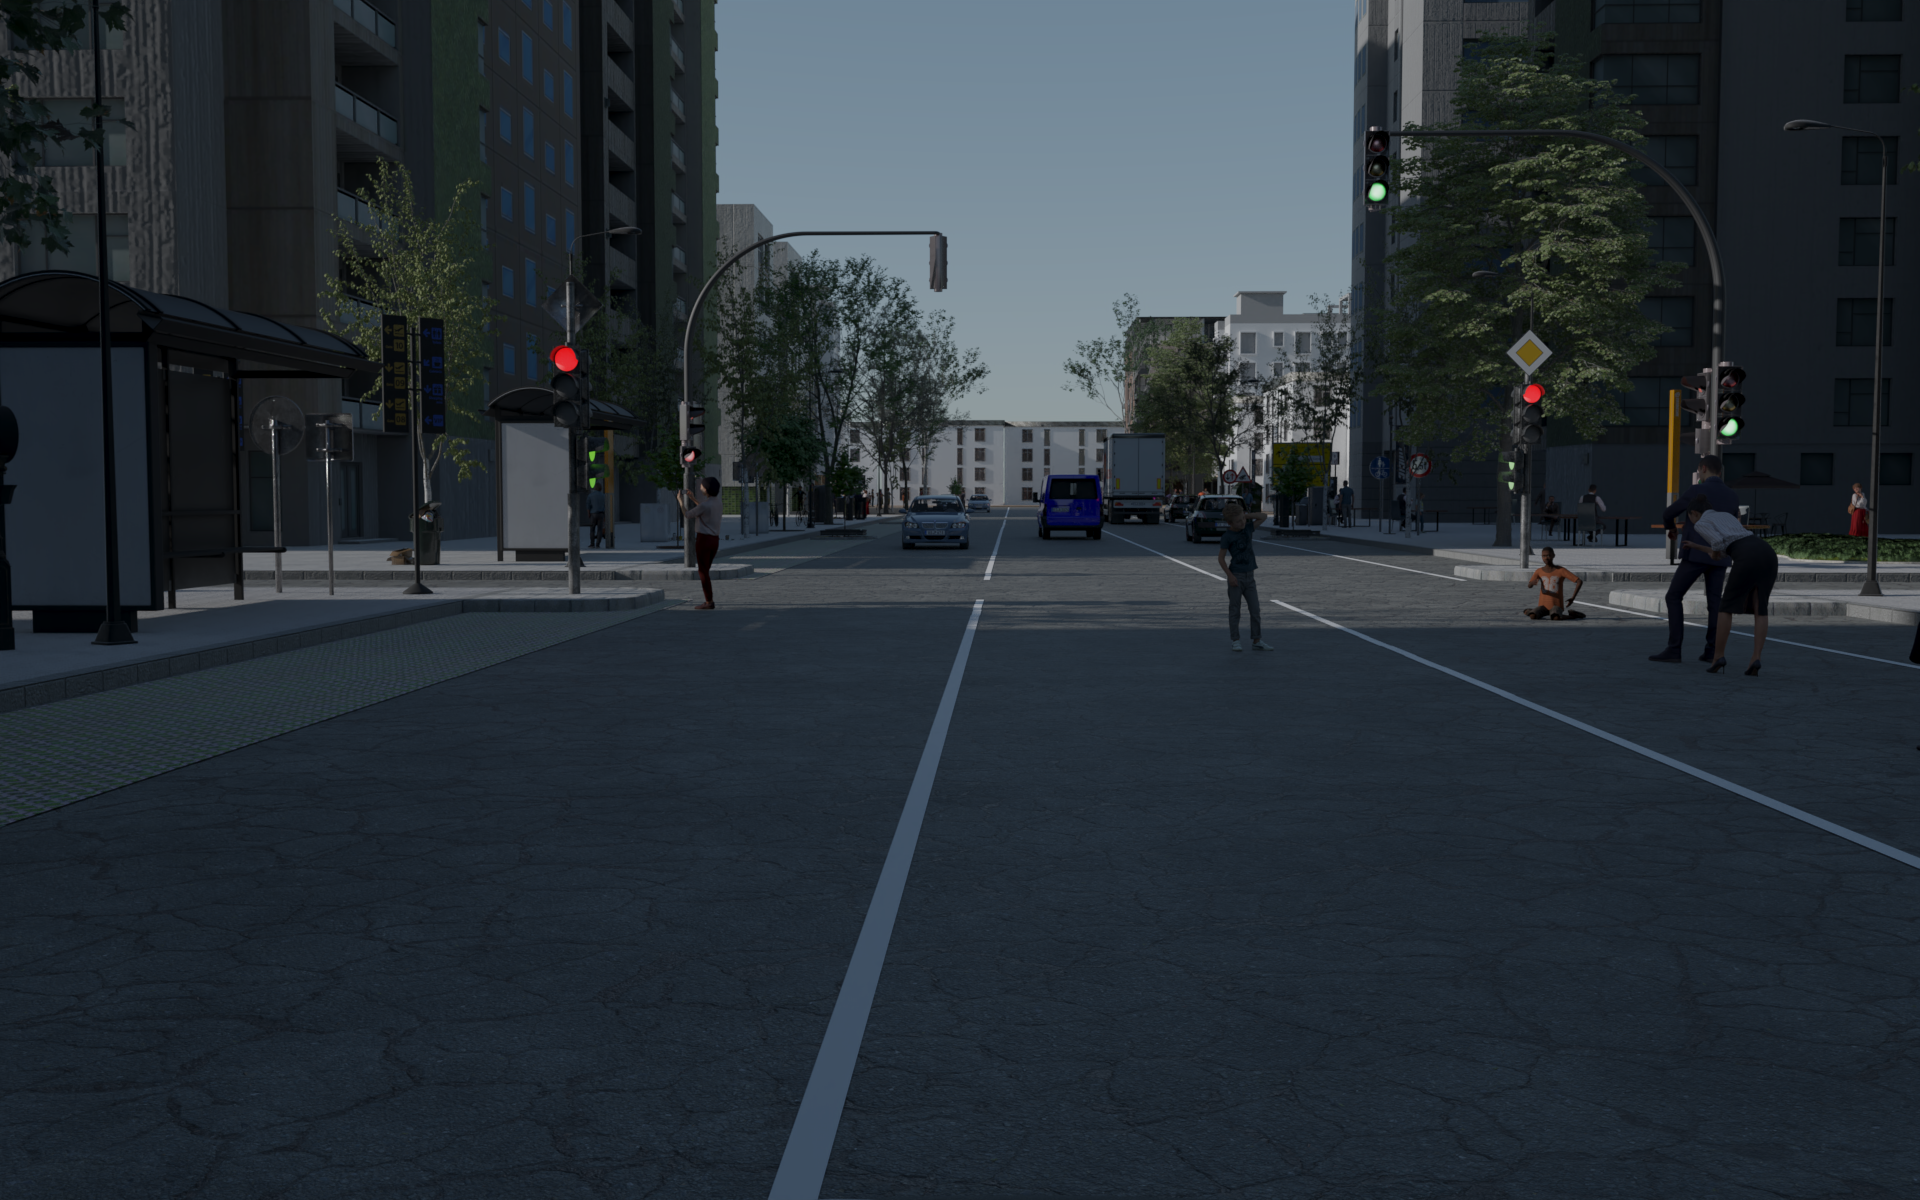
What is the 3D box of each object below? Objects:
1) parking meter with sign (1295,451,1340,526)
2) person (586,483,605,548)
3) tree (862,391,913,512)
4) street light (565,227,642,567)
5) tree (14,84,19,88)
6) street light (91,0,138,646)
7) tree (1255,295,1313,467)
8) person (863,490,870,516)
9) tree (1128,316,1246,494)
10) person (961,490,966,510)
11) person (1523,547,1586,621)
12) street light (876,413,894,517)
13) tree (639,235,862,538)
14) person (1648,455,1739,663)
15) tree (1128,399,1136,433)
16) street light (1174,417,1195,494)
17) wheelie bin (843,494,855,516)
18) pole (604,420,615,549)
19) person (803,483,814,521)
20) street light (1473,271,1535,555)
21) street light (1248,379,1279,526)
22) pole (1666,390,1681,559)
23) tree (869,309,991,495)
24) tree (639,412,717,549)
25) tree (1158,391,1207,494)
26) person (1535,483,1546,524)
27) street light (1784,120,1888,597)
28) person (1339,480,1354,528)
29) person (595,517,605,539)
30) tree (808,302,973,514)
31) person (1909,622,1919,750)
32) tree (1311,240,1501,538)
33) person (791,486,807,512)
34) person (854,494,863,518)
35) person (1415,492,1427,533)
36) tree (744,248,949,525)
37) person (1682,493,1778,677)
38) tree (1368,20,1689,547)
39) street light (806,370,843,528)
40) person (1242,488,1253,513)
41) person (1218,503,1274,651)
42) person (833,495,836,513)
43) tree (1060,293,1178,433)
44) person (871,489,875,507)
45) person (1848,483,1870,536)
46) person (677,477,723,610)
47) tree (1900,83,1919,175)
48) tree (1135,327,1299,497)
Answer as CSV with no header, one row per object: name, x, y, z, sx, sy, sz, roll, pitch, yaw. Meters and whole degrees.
parking meter with sign,14.589,-4.557,70.764,1.738,3.016,0.543,-1,4,-17
person,-8.597,-1.995,40.876,0.499,1.552,0.429,0,4,3
tree,-4.982,-10.504,122.101,4.737,8.622,4.395,0,3,0
street light,-6.233,-3.533,30.300,1.470,5.913,1.316,0,4,2
tree,-12.598,-4.205,19.117,4.737,8.622,4.395,0,3,0
street light,-6.701,-2.574,14.631,1.470,5.913,1.316,0,4,2
tree,12.847,-6.787,61.325,4.360,8.622,3.978,0,3,0
person,-5.495,-5.661,101.060,0.387,1.526,0.523,-3,5,-41
tree,14.661,-11.811,111.237,7.486,12.596,7.792,0,3,0
person,0.205,-7.118,125.683,0.445,1.727,0.742,0,4,-1
person,6.728,-0.181,19.740,0.859,0.850,0.655,3,4,36
street light,-4.071,-7.709,98.581,1.470,5.913,1.316,0,4,2
tree,-5.963,-6.095,50.015,4.737,8.622,4.395,0,3,0
person,6.279,-0.362,14.866,0.683,1.767,0.568,-1,4,-14
tree,15.359,-11.806,127.445,7.601,10.594,8.767,0,4,-1
street light,13.520,-8.041,104.003,1.470,5.913,1.316,0,4,2
wheelie bin,-6.408,-5.719,101.417,0.980,1.594,0.693,-1,4,-19
pole,-8.217,-2.858,40.572,0.158,3.312,0.155,0,3,0
person,-7.157,-4.698,82.997,0.875,1.805,0.789,2,4,30
street light,11.376,-3.895,36.229,1.470,5.913,1.316,0,4,2
street light,12.342,-5.975,70.239,1.470,5.913,1.316,0,4,2
pole,14.015,-2.457,34.016,0.158,3.312,0.155,0,3,0
tree,-2.210,-19.531,175.225,12.611,20.169,13.585,0,3,0
tree,-6.716,-2.833,40.914,1.663,3.219,1.824,0,3,0
tree,15.282,-10.283,118.482,4.737,8.622,4.395,0,3,0
person,24.664,-4.067,73.097,0.990,1.755,0.434,-1,4,-12
street light,10.940,-3.005,21.669,1.470,5.913,1.316,0,4,2
person,14.679,-3.646,65.788,0.598,1.807,0.434,0,4,-4
person,-10.193,-2.143,49.364,0.859,0.850,0.655,0,4,-4
tree,-4.797,-12.238,110.453,12.009,13.543,11.850,0,3,0
person,5.583,0.072,9.531,0.590,1.554,0.614,3,5,41
tree,13.180,-6.100,50.092,4.360,8.622,3.978,0,3,0
person,-11.217,-7.100,121.760,1.348,1.869,0.705,0,4,4
person,-5.461,-5.127,92.082,0.471,1.553,0.569,-3,4,-37
person,15.090,-2.857,56.667,0.340,1.345,0.435,1,4,23
tree,-5.411,-8.963,72.296,9.928,11.665,9.643,0,3,0
person,6.119,-0.132,13.852,0.799,1.438,0.628,2,4,35
tree,13.744,-7.586,42.161,7.486,12.596,7.792,0,3,0
street light,-5.074,-5.650,64.913,1.470,5.913,1.316,0,4,2
person,12.980,-4.277,78.185,0.499,1.552,0.429,2,4,30
person,2.619,-0.211,15.855,0.435,1.345,0.340,-2,4,-30
person,-8.609,-6.723,116.492,0.617,1.759,0.750,2,4,25
tree,15.566,-18.955,165.797,12.611,20.169,13.585,0,3,0
person,-8.736,-10.277,174.083,0.705,1.822,1.348,0,4,-8
person,20.353,-1.877,39.201,0.523,1.526,0.387,-2,4,-28
person,-3.221,-0.708,21.539,0.517,1.644,0.566,-1,4,-22
tree,11.267,-4.019,16.072,4.737,8.622,4.395,0,3,0
tree,14.649,-9.889,96.102,8.767,10.594,7.601,0,4,0
